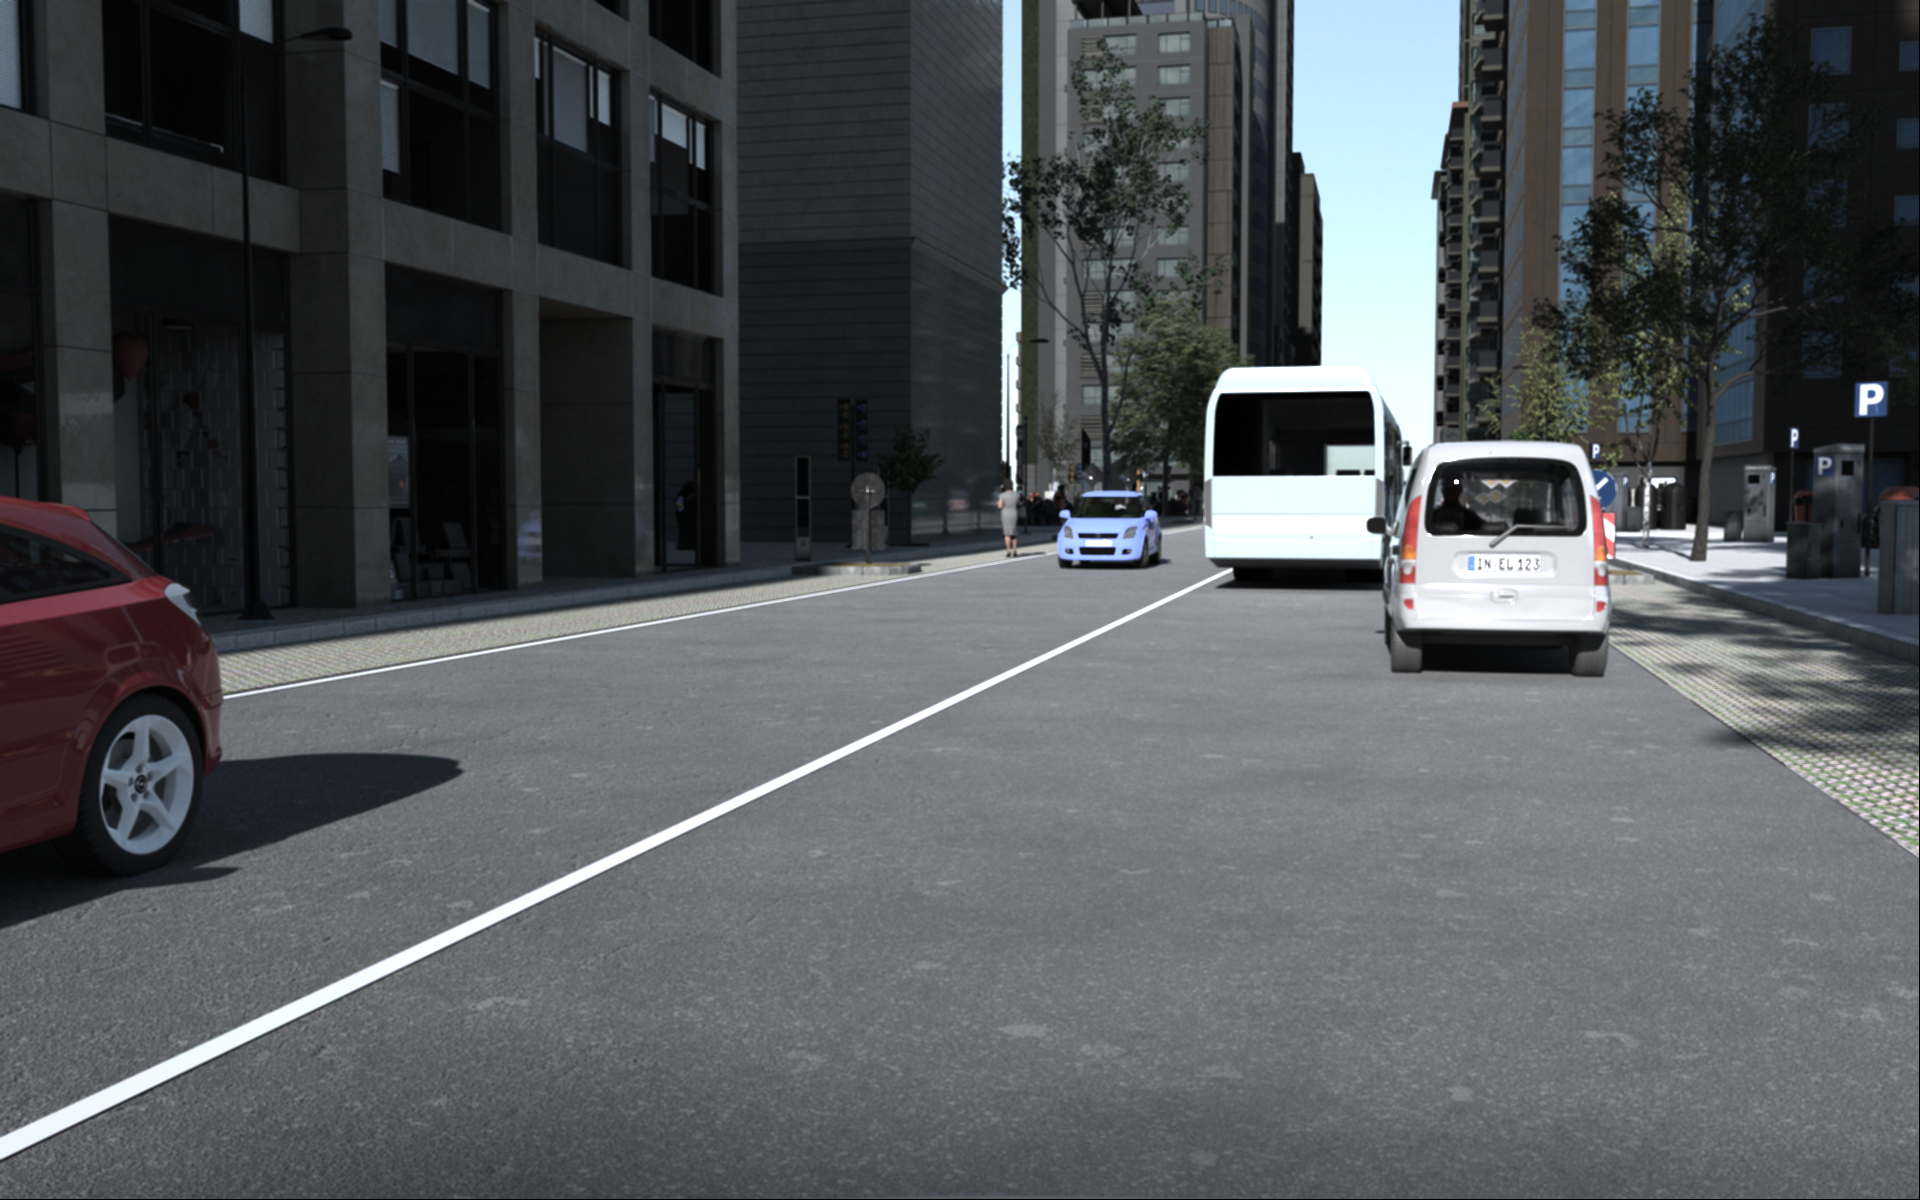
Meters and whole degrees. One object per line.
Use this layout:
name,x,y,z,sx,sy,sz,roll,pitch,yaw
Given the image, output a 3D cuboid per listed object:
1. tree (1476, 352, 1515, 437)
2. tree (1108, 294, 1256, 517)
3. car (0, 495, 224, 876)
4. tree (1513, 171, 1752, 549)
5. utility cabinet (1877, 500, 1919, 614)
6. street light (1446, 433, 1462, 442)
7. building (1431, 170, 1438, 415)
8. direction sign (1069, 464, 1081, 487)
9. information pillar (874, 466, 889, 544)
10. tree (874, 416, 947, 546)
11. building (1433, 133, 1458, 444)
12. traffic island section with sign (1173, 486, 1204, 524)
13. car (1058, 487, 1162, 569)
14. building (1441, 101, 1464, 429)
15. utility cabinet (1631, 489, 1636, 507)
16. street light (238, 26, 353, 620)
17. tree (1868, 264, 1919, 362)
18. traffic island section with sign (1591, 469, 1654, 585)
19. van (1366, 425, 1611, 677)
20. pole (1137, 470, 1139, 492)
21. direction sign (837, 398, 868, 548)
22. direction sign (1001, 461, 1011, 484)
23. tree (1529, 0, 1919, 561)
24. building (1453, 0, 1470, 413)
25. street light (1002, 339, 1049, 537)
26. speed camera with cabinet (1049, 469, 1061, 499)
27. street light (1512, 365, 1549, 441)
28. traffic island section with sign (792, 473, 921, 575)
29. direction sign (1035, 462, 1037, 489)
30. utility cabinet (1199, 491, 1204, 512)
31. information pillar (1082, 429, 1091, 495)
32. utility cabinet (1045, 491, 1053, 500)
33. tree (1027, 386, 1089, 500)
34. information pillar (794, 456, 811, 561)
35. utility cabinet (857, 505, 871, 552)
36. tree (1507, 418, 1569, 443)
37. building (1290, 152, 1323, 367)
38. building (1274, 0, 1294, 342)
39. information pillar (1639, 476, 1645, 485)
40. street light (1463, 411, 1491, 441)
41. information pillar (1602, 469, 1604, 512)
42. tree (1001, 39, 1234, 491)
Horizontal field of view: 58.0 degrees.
tree,23.425,-7.214,68.305,4.737,8.622,4.395,0,3,0
tree,12.125,-11.019,98.291,7.486,12.596,7.792,0,3,0
car,-4.235,0.229,5.301,2.155,1.783,4.494,1,4,13
tree,16.134,-5.505,40.369,4.737,8.622,4.395,0,3,0
utility cabinet,10.426,-0.454,18.584,1.020,1.237,0.306,0,4,-5
street light,39.336,-10.114,137.907,1.470,5.913,1.316,1,4,14
building,88.093,-41.614,269.630,28.713,52.752,27.495,1,4,14
direction sign,8.628,-8.434,129.885,0.876,3.537,0.379,0,4,7
information pillar,-2.032,-2.464,44.770,0.304,2.012,0.304,-2,4,-25
tree,-1.398,-2.963,43.046,1.663,3.219,1.824,0,3,0
building,82.222,-39.974,242.808,28.713,52.752,27.495,1,4,14
traffic island section with sign,11.487,-4.637,84.447,1.989,1.847,2.006,1,4,14
car,3.001,-1.518,34.410,1.945,1.707,3.694,1,4,13
building,64.392,-32.681,188.963,22.147,44.769,28.867,1,4,14
utility cabinet,28.931,-4.041,74.749,1.173,1.500,0.318,2,4,34
street light,-6.708,-2.749,17.483,1.470,5.913,1.316,1,4,14
tree,25.782,-5.762,44.564,4.737,8.622,4.395,0,3,0
traffic island section with sign,10.169,-1.204,28.310,1.989,1.847,2.006,1,4,14
van,4.570,-0.493,15.072,2.013,2.044,4.112,1,4,13
pole,12.232,-7.659,119.069,0.158,3.312,0.155,0,3,0
direction sign,-2.558,-3.017,41.327,0.876,3.537,0.379,-3,5,-41
direction sign,3.104,-7.748,118.676,0.379,3.537,0.876,2,4,33
tree,14.476,-6.015,32.761,7.601,10.594,8.767,1,4,18
building,71.709,-47.821,220.117,20.563,71.187,20.611,1,4,14
street light,1.970,-4.861,52.021,1.470,5.913,1.316,1,4,14
speed camera with cabinet,7.043,-8.158,127.716,0.660,3.252,2.038,1,4,13
street light,20.600,-5.503,62.511,1.470,5.913,1.316,1,4,14
traffic island section with sign,-1.780,-1.386,31.290,1.989,1.847,2.006,1,4,14
direction sign,5.411,-8.028,123.253,0.379,3.537,0.876,0,4,6
utility cabinet,17.805,-7.139,125.401,0.318,1.500,1.173,-3,5,-39
information pillar,4.556,-4.364,62.712,0.183,3.616,0.504,2,4,35
utility cabinet,6.858,-7.384,129.407,0.318,1.500,1.173,-3,5,-44
tree,6.413,-10.291,118.617,4.360,8.622,3.978,0,3,0
information pillar,-3.014,-1.757,33.221,0.304,2.012,0.304,0,4,-7
utility cabinet,-2.164,-1.692,38.831,0.306,1.237,1.020,0,4,-5
tree,24.585,-5.507,73.748,4.285,4.588,4.351,0,3,0
building,40.492,-38.325,250.321,21.300,48.544,21.600,1,4,14
building,35.481,-48.374,229.166,20.563,71.187,20.611,1,4,14
information pillar,27.333,-3.956,69.174,0.304,2.012,0.304,-1,4,-19
street light,29.170,-7.626,97.223,1.470,5.913,1.316,1,4,14
information pillar,18.460,-2.789,50.095,0.304,2.012,0.304,2,4,28
tree,5.515,-13.409,75.133,12.611,20.169,13.585,0,3,0
